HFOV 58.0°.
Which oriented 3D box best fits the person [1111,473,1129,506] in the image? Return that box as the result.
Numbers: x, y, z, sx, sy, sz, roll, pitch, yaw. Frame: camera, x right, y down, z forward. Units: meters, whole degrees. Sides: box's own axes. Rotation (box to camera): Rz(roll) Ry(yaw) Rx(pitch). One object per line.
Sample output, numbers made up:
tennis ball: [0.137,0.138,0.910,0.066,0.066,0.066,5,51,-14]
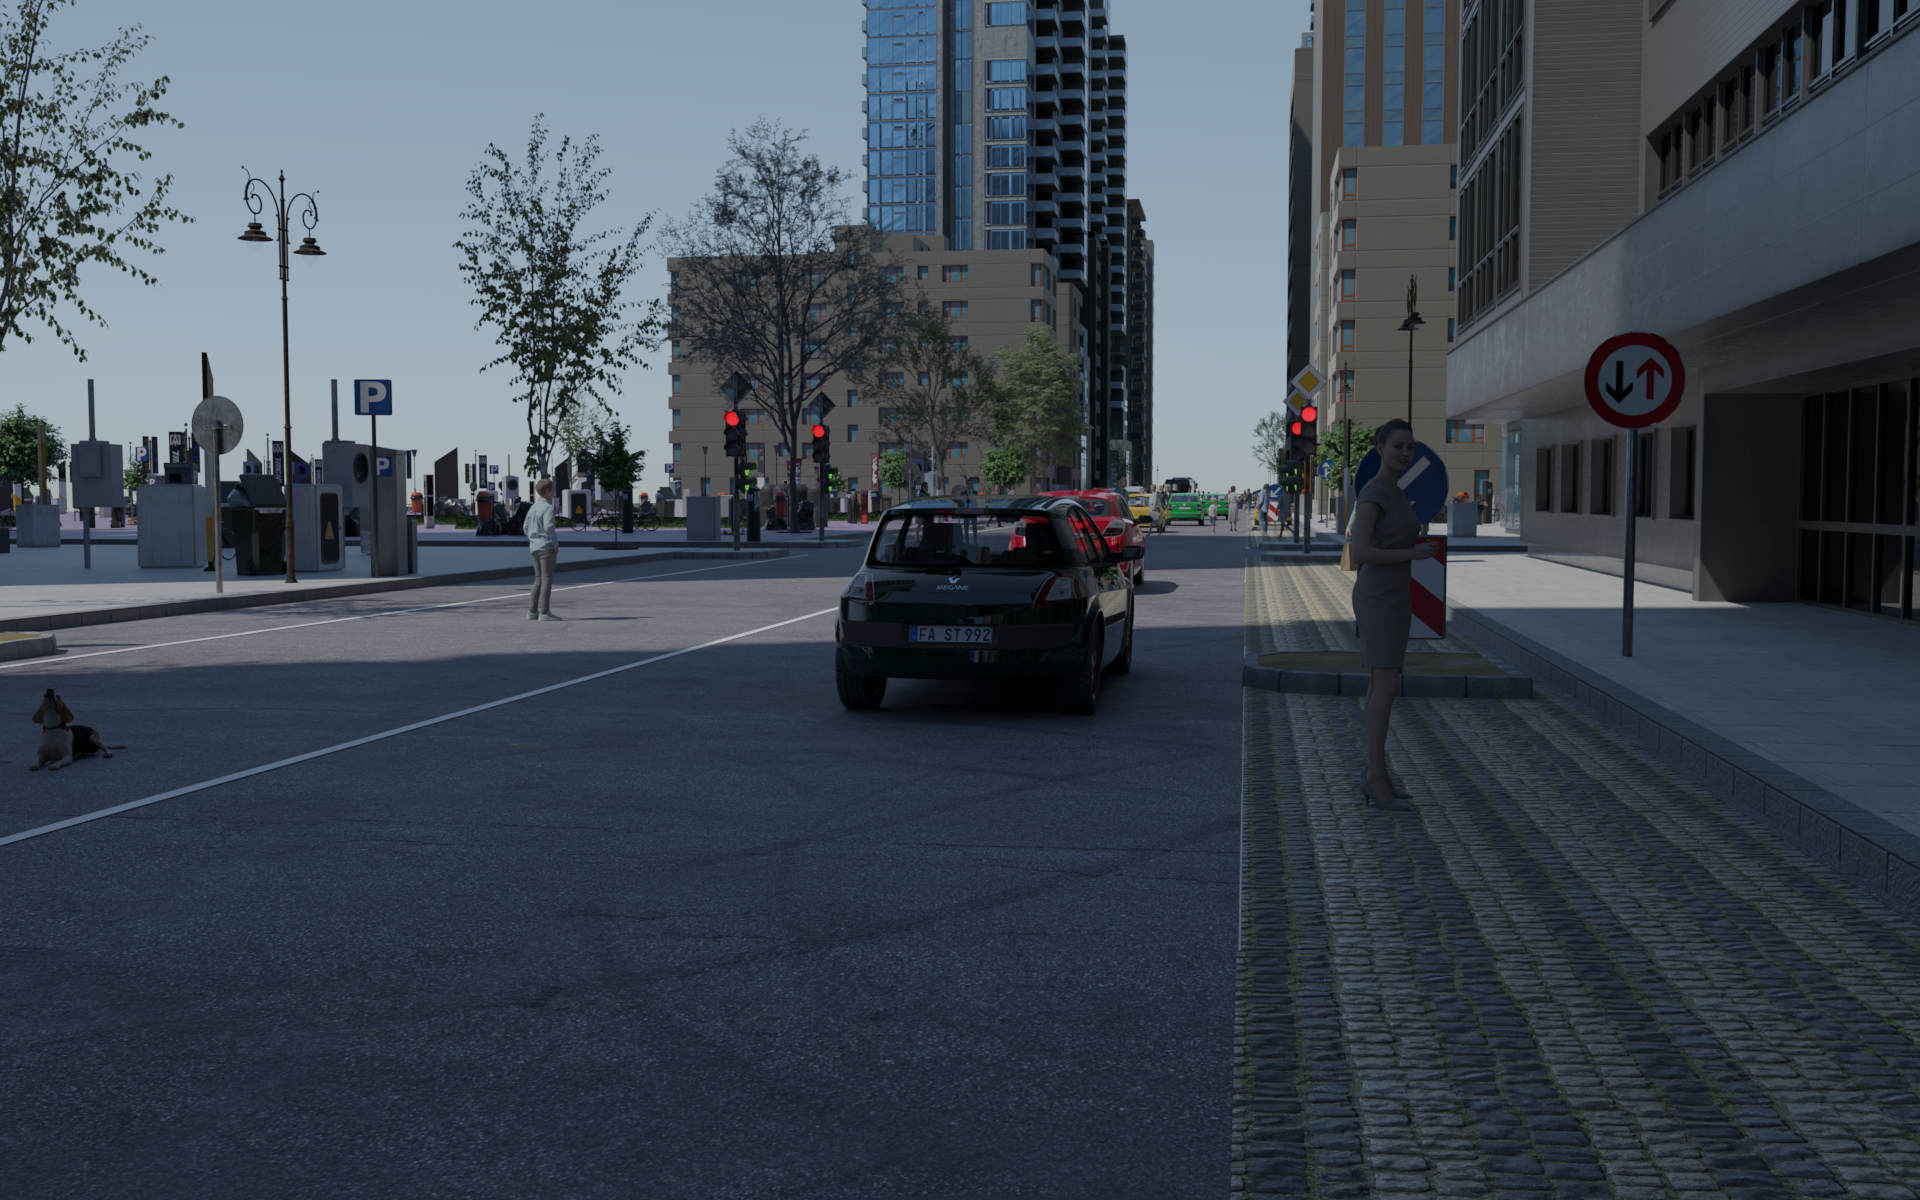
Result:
person: [2.965,-1.476,32.652,0.620,1.820,0.660,2,4,34]

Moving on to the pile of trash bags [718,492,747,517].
pile of trash bags: [-11.914,-5.276,96.021,3.447,1.369,1.912,1,4,22]

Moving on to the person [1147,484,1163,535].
person: [6.748,-3.127,59.972,0.624,1.780,0.694,0,4,7]

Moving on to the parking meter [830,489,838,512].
parking meter: [-6.231,-4.730,85.750,0.372,1.533,0.369,0,3,0]

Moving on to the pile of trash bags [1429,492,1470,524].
pile of trash bags: [21.319,-4.073,76.345,3.447,1.369,1.912,-3,5,-40]

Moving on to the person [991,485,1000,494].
person: [1.501,-4.043,74.517,0.836,1.842,0.656,0,4,8]

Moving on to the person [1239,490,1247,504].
person: [26.045,-9.156,158.287,1.348,1.812,0.705,-2,4,-25]

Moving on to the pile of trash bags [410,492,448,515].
pile of trash bags: [-23.668,-4.192,78.292,1.912,1.369,3.447,1,4,18]

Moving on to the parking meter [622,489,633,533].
parking meter: [-10.921,-2.964,56.869,0.372,1.533,0.369,0,3,0]

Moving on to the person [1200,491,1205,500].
person: [21.879,-9.004,156.423,0.721,1.736,1.217,-1,4,-14]

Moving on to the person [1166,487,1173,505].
person: [12.094,-5.635,100.405,0.659,1.850,0.755,2,4,26]

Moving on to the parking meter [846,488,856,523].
parking meter: [-4.788,-4.163,76.471,0.372,1.533,0.369,0,3,0]

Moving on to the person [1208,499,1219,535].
person: [8.905,-2.919,60.916,0.352,1.250,0.332,-1,4,-11]

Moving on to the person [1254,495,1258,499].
person: [27.857,-9.320,161.664,1.217,1.735,0.721,3,4,37]

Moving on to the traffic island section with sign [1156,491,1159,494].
traffic island section with sign: [26.040,-13.385,227.475,1.989,1.847,2.006,1,4,9]

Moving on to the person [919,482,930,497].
person: [-1.062,-2.593,51.139,0.529,1.795,0.600,1,4,12]

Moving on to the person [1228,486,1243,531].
person: [10.609,-3.530,66.791,0.480,1.755,0.524,3,5,41]

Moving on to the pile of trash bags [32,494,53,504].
pile of trash bags: [-62.689,-6.569,117.147,1.912,1.369,3.447,1,4,10]

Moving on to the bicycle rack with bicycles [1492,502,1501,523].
bicycle rack with bicycles: [24.504,-3.848,76.294,2.925,0.926,2.852,-2,4,-33]

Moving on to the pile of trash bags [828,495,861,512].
pile of trash bags: [-7.158,-5.473,99.235,3.447,1.369,1.912,3,5,41]

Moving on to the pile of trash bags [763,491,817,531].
pile of trash bags: [-6.116,-3.163,61.470,1.912,1.369,3.447,0,4,3]

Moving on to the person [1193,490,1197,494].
person: [20.880,-8.876,153.629,0.705,1.823,1.348,0,4,-6]

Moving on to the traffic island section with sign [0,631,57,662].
traffic island section with sign: [-9.147,-0.398,15.127,1.989,1.847,2.006,1,4,9]

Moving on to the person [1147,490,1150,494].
person: [16.455,-8.712,150.958,0.705,1.821,1.348,-1,4,-17]

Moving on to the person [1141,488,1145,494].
person: [8.913,-4.619,84.766,0.760,1.731,0.466,-1,4,-9]

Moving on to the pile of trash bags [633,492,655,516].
pile of trash bags: [-17.154,-5.073,92.695,1.912,1.369,3.447,0,4,-1]

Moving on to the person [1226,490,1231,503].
person: [20.643,-7.566,132.751,0.990,1.755,0.434,1,4,15]

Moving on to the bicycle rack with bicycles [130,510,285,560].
bicycle rack with bicycles: [-13.595,-1.202,33.040,2.852,0.926,2.925,0,4,4]

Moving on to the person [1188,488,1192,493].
person: [14.105,-5.934,105.795,0.520,1.790,0.573,3,4,39]

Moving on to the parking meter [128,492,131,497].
parking meter: [-59.026,-7.190,123.269,0.255,1.863,0.399,-1,4,-17]

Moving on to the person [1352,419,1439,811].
person: [2.011,0.049,8.046,0.374,1.781,0.599,2,4,32]

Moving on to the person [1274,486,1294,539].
person: [10.209,-2.752,54.250,0.760,1.731,0.466,2,4,27]

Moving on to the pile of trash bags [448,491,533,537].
pile of trash bags: [-14.137,-2.676,53.511,1.912,1.369,3.447,0,4,5]

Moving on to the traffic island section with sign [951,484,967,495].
traffic island section with sign: [-0.049,-3.752,69.971,1.989,1.847,2.006,1,4,9]

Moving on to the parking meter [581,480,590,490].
parking meter: [-15.591,-4.059,72.073,0.399,1.863,0.255,-1,4,-14]

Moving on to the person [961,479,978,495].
person: [0.306,-2.403,47.566,0.659,1.850,0.755,-1,4,-9]

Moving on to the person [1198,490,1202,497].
person: [19.825,-8.266,144.364,0.721,1.735,1.217,-3,4,-36]

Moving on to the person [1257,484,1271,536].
person: [10.396,-3.082,59.152,0.793,1.790,0.793,1,4,12]

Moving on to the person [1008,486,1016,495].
person: [2.578,-4.678,85.106,0.853,1.813,0.709,-3,4,-38]

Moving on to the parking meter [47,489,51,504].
parking meter: [-42.537,-4.420,80.681,0.372,1.533,0.369,0,3,0]

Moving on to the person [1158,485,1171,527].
person: [8.467,-4.006,74.218,0.699,1.804,1.509,-1,4,-18]

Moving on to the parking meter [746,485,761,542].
parking meter: [-5.565,-2.340,46.665,0.372,1.533,0.369,0,3,0]

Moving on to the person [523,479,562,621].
person: [-4.693,-0.566,19.569,0.330,1.601,0.589,-2,4,-34]

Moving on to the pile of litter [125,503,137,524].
pile of litter: [-35.678,-3.756,75.370,1.176,0.858,1.719,1,4,21]

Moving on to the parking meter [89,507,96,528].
parking meter: [-32.654,-3.459,64.966,0.372,1.533,0.369,0,3,0]

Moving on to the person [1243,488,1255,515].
person: [19.801,-6.756,118.952,0.794,1.824,0.713,-1,4,-16]

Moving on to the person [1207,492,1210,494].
person: [22.991,-9.149,159.554,0.593,1.643,0.415,-2,4,-35]

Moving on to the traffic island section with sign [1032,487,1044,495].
traffic island section with sign: [4.354,-5.378,96.566,1.989,1.847,2.006,1,4,9]

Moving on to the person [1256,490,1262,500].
person: [23.904,-7.853,137.680,0.721,1.735,1.217,-1,4,-21]

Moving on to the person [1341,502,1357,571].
person: [5.695,-0.930,24.192,0.515,1.767,0.782,-3,4,-36]

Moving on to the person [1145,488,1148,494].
person: [12.151,-6.380,112.922,0.767,1.812,0.694,-1,4,-15]

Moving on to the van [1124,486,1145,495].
van: [9.140,-5.278,93.302,2.013,2.044,4.112,1,4,11]

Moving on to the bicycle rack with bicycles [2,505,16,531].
bicycle rack with bicycles: [-31.653,-2.643,56.588,2.852,0.926,2.925,-1,4,-11]

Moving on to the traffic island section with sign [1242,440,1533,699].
traffic island section with sign: [3.151,-0.273,13.088,1.989,1.847,2.006,1,4,9]

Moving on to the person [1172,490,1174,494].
person: [16.170,-7.535,132.235,0.617,1.759,0.750,-2,4,-28]

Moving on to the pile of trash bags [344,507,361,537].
pile of trash bags: [-19.441,-2.614,52.487,3.447,1.369,1.912,3,5,43]

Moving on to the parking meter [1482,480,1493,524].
parking meter: [22.697,-4.208,74.515,0.399,1.863,0.255,-1,4,-21]
